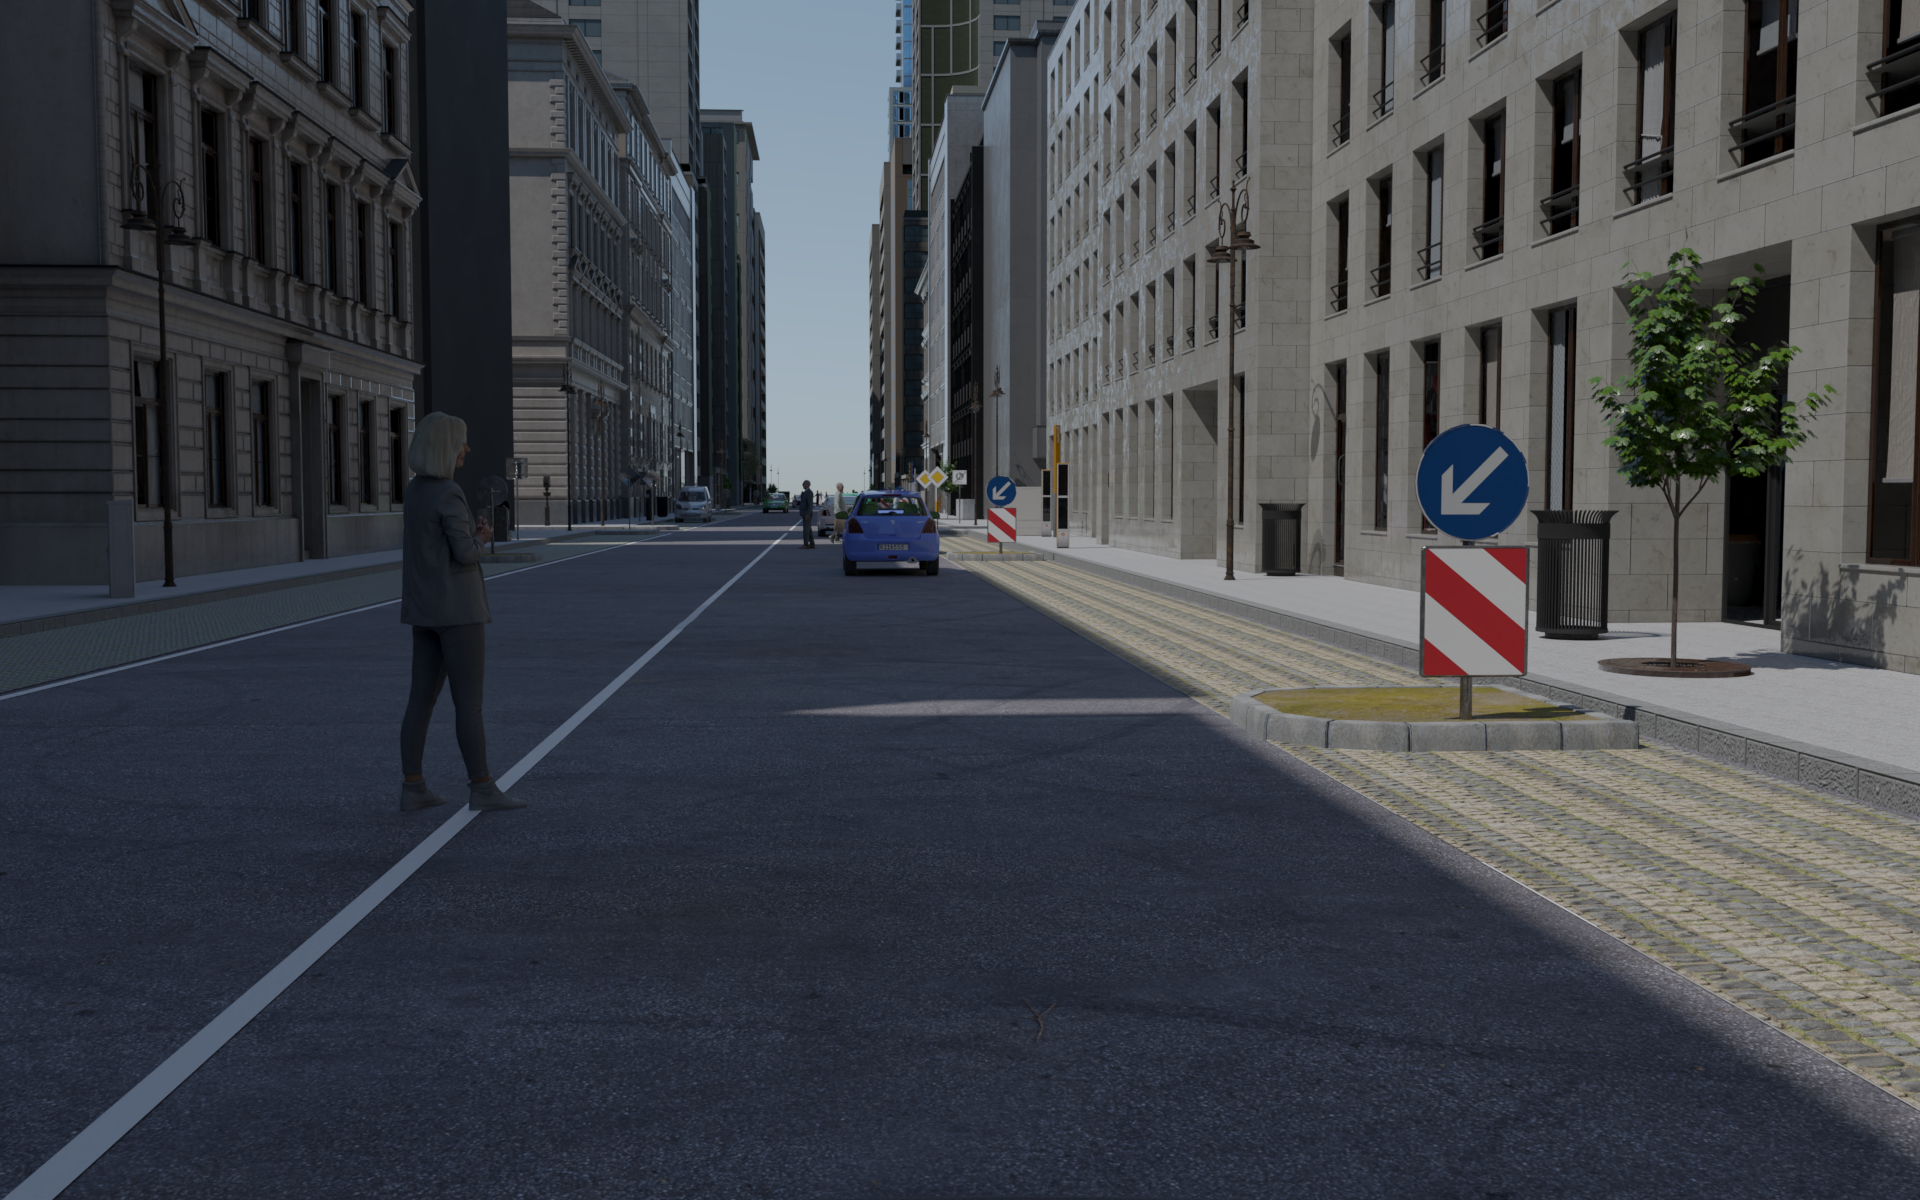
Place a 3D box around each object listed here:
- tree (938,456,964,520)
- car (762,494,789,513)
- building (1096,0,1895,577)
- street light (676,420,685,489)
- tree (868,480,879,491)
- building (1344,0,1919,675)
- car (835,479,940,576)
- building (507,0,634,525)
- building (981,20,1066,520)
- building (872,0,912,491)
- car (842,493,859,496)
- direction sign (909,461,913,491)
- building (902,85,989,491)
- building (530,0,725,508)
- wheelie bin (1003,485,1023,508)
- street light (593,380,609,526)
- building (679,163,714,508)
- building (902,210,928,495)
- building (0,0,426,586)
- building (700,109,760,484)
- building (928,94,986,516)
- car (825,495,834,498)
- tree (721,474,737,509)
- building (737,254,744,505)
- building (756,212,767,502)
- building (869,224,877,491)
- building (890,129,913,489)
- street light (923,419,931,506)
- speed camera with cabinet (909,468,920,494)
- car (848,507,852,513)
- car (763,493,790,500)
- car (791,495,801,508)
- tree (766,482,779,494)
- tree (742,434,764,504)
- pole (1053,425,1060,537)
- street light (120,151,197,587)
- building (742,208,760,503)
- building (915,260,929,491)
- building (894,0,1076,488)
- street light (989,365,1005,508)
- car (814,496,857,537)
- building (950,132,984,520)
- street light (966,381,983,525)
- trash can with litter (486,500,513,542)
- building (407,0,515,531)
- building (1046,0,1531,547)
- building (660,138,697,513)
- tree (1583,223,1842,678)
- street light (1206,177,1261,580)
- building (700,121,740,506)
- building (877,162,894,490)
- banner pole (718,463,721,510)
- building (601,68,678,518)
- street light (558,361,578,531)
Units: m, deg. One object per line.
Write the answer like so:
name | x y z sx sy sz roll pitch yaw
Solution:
tree | -0.489 -5.667 87.262 1.663 3.219 1.824 0 3 0
car | -13.885 -7.442 130.470 1.959 1.807 4.718 0 4 -2
building | 9.318 -11.091 36.083 10.420 20.320 16.860 0 4 -4
street light | -17.139 -8.161 106.217 0.468 5.910 1.993 0 4 -4
tree | -12.348 -15.382 246.099 1.663 3.219 1.824 0 3 0
building | 11.409 -10.068 19.363 10.420 20.320 16.860 0 4 -4
car | -1.306 -1.353 31.712 1.945 1.707 3.694 0 4 -5
building | -21.591 -15.331 79.538 11.050 23.489 19.941 0 4 -4
building | 16.548 -15.900 79.036 30.058 24.678 14.314 0 4 -4
building | -2.055 -58.288 265.673 22.319 86.520 31.000 0 4 -4
car | -4.708 -4.142 76.517 1.959 1.807 4.718 0 4 -5
direction sign | -3.420 -7.864 120.568 0.379 3.537 0.876 -1 4 -21
building | 10.841 -28.578 159.131 32.217 40.220 23.993 0 4 -4
building | -33.328 -44.525 166.230 20.563 71.187 20.611 0 4 -4
wheelie bin | 1.884 -3.142 59.273 0.980 1.594 0.693 -1 4 -21
street light | -14.354 -5.910 69.423 0.468 5.910 1.993 0 4 -4
building | -29.073 -23.163 150.414 14.160 30.474 14.107 0 4 -4
building | 1.004 -24.877 178.441 14.160 30.474 14.107 0 4 -4
building | -17.185 -10.268 32.506 10.561 19.102 19.286 0 4 -4
building | -42.544 -39.836 240.559 28.713 52.752 27.495 0 4 -4
building | 4.499 -18.047 113.095 12.078 24.808 19.932 0 4 -4
car | -16.004 -12.545 217.467 2.083 1.381 4.827 0 4 -6
tree | -20.724 -9.663 152.584 1.663 3.219 1.824 0 3 0
building | -32.533 -26.190 199.903 14.160 30.474 14.107 0 4 -4
building | -42.482 -40.135 279.910 21.300 48.544 21.600 0 4 -4
building | -4.425 -40.946 293.172 21.300 48.544 21.600 0 4 -4
building | -1.332 -34.441 213.215 14.600 45.320 14.200 0 4 -4
street light | -2.081 -8.227 107.292 0.468 5.910 1.993 0 4 -4
speed camera with cabinet | -3.543 -8.573 134.506 0.660 3.252 2.038 1 4 9
car | -1.762 -1.981 41.983 1.945 1.707 3.694 0 4 -3
car | -14.340 -7.717 135.210 2.155 1.783 4.494 0 4 -6
car | -16.864 -10.497 183.981 2.083 1.381 4.827 0 4 -4
tree | -29.506 -17.099 274.176 1.663 3.219 1.824 0 3 0
tree | -25.908 -16.080 213.268 4.360 8.622 3.978 0 3 0
pole | 2.862 -3.505 51.157 0.158 3.312 0.155 0 3 0
street light | -10.943 -3.120 23.800 0.468 5.910 1.993 0 4 -4
building | -37.620 -37.449 262.401 14.600 45.320 14.200 0 4 -4
building | 2.775 -18.252 134.578 11.583 22.565 21.152 0 4 -4
building | 3.134 -46.274 194.834 20.563 71.187 20.611 0 4 -4
street light | 1.324 -5.455 61.984 0.468 5.910 1.993 0 4 -4
car | -3.992 -2.900 59.771 2.083 1.381 4.827 0 4 -5
building | 6.149 -16.213 94.768 12.332 23.373 15.834 0 4 -4
street light | 0.645 -6.005 70.977 0.468 5.910 1.993 0 4 -4
trash can with litter | -12.423 -2.162 46.728 0.624 1.170 1.055 0 4 -5
building | -22.942 -13.657 52.966 15.834 23.373 12.332 0 4 -4
building | 8.860 -12.121 52.924 10.420 20.320 16.860 0 4 -4
building | -25.868 -18.766 124.840 12.078 24.808 19.932 0 4 -4
tree | 5.060 -1.088 12.388 1.663 3.219 1.824 0 3 0
street light | 4.023 -3.233 25.652 0.468 5.910 1.993 0 4 -4
building | -31.112 -30.647 184.672 14.154 41.232 14.086 0 4 -4
building | -0.193 -37.734 240.646 21.300 48.544 21.600 0 4 -4
banner pole | -19.373 -9.149 139.606 0.401 3.779 0.863 1 4 12
building | -23.816 -18.626 101.798 12.463 27.353 25.104 0 4 -4
street light | -13.634 -5.353 60.312 0.468 5.910 1.993 0 4 -4
